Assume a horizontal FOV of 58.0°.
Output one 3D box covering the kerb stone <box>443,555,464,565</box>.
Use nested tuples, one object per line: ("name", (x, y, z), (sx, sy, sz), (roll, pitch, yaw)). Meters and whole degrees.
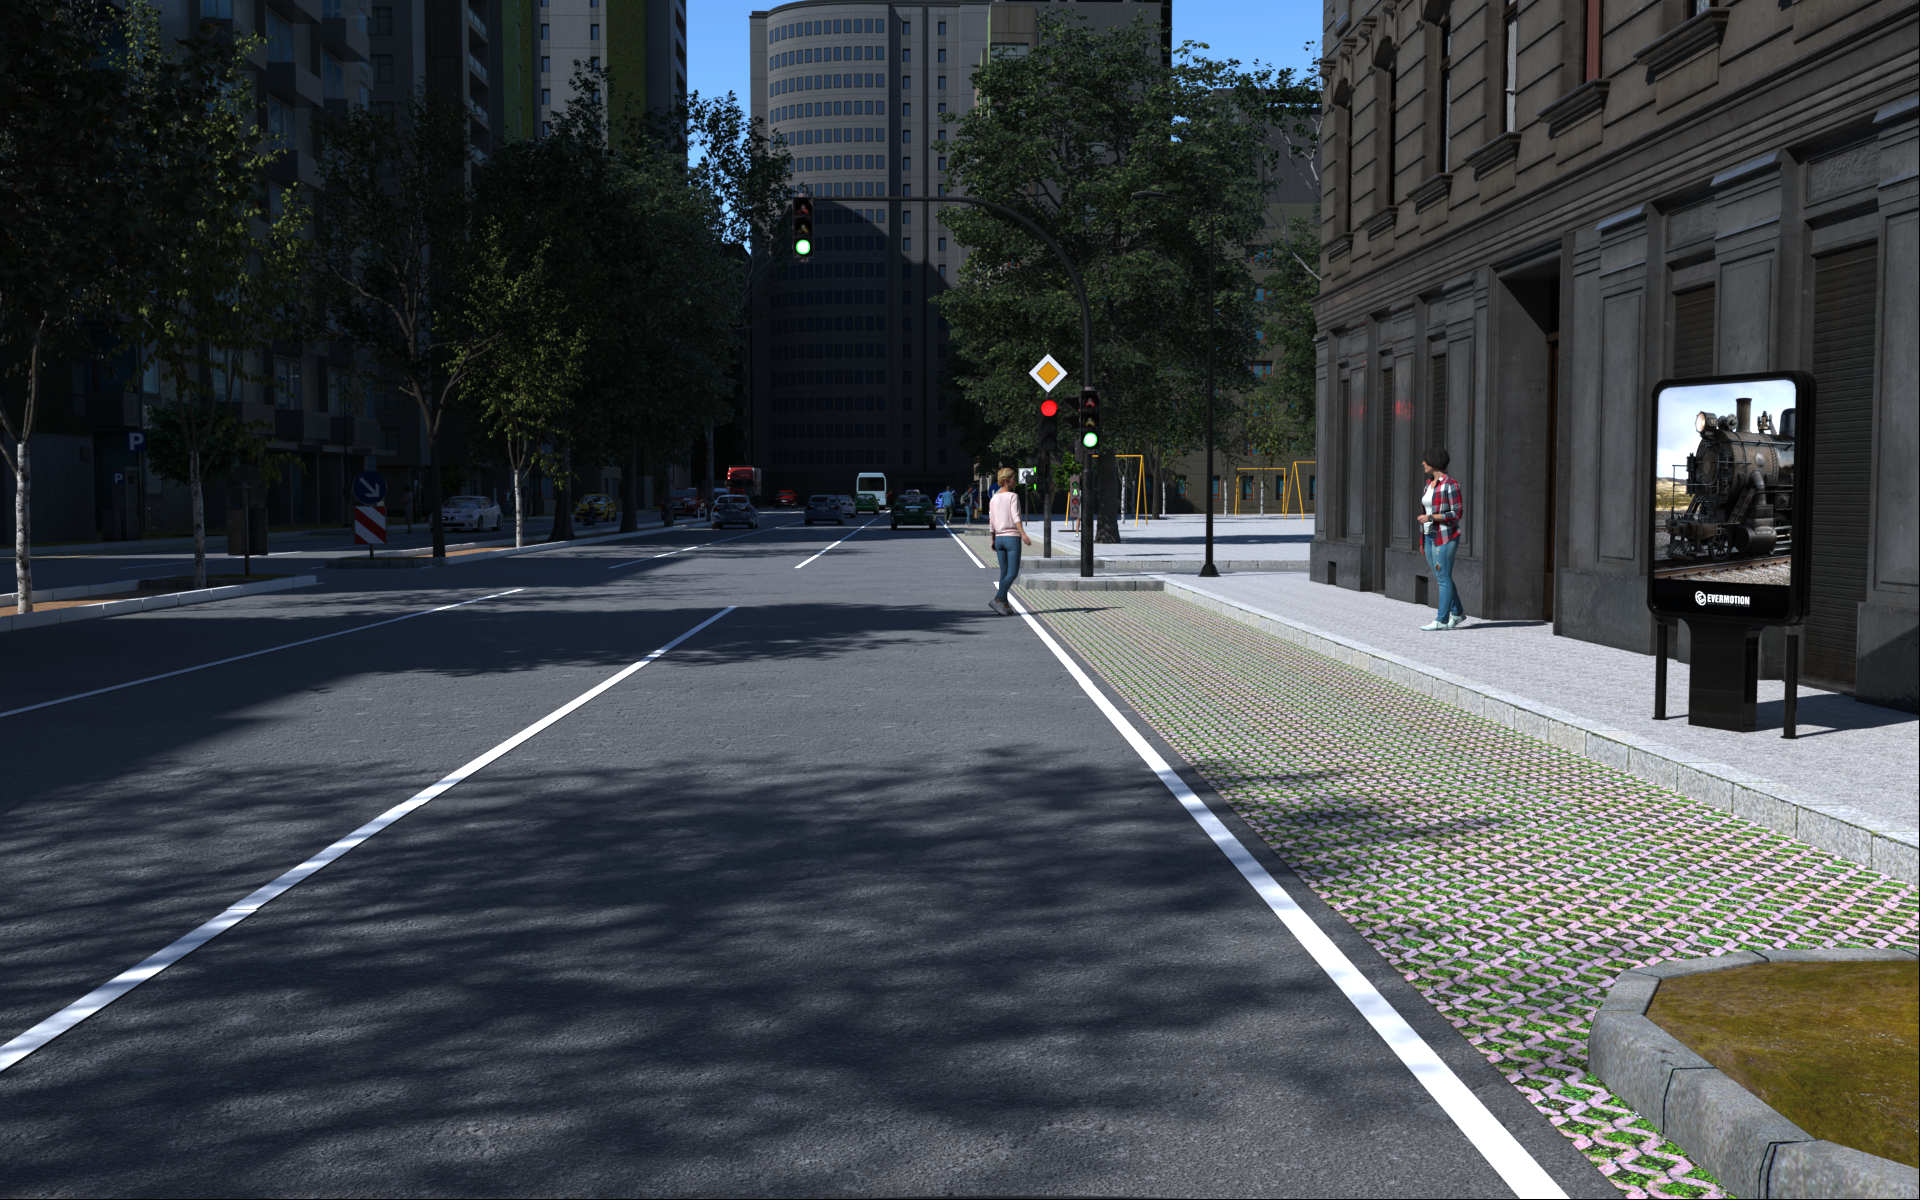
("kerb stone", (-10.425, -0.817, 35.554), (0.120, 0.150, 1.000), (0, 4, -1))

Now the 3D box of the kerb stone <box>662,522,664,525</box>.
("kerb stone", (-13.603, -3.442, 78.579), (0.120, 0.150, 1.000), (0, 4, -1))

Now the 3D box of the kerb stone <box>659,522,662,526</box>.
("kerb stone", (-13.582, -3.382, 77.543), (0.120, 0.150, 1.000), (0, 4, -1))

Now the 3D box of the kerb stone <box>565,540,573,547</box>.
("kerb stone", (-10.710, -1.508, 46.846), (0.120, 0.150, 1.000), (0, 4, -1))

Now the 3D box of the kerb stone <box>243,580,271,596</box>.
("kerb stone", (-10.152, -0.159, 24.789), (0.120, 0.150, 1.000), (0, 4, -1))

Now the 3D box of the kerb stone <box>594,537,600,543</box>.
("kerb stone", (-10.809, -1.758, 50.939), (0.120, 0.150, 1.000), (0, 4, -1))

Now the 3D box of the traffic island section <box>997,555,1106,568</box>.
("traffic island section", (1.780, -0.767, 34.815), (2.009, 0.180, 2.903), (0, 4, -1))

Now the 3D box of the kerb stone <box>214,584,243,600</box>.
("kerb stone", (-10.126, -0.096, 23.766), (0.120, 0.150, 1.000), (0, 4, -1))

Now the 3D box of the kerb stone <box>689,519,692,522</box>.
("kerb stone", (-13.833, -4.011, 87.783), (0.120, 0.150, 1.000), (0, 4, -1))

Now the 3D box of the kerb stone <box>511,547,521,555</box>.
("kerb stone", (-10.556, -1.126, 40.680), (0.120, 0.150, 1.000), (0, 4, -1))

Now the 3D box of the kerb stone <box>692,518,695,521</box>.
("kerb stone", (-13.863, -4.074, 88.811), (0.120, 0.150, 1.000), (0, 4, -1))

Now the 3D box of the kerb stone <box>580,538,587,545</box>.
("kerb stone", (-10.763, -1.633, 48.892), (0.120, 0.150, 1.000), (0, 4, -1))

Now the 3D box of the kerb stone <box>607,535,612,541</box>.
("kerb stone", (-10.866, -1.882, 52.985), (0.120, 0.150, 1.000), (0, 4, -1))

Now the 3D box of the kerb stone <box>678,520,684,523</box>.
("kerb stone", (-13.761, -3.824, 84.713), (0.120, 0.150, 1.000), (0, 4, -1))

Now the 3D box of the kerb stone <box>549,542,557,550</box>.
("kerb stone", (-10.656, -1.382, 44.797), (0.120, 0.150, 1.000), (0, 4, -1))

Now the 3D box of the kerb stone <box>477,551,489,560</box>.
("kerb stone", (-10.477, -0.943, 37.607), (0.120, 0.150, 1.000), (0, 4, -1))

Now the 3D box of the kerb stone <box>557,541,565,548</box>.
("kerb stone", (-10.678, -1.445, 45.819), (0.120, 0.150, 1.000), (0, 4, -1))

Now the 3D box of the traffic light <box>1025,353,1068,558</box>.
("traffic light", (1.740, -2.800, 34.700), (0.839, 4.253, 0.868), (0, 4, -1))

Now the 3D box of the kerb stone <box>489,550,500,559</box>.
("kerb stone", (-10.500, -1.006, 38.636), (0.120, 0.150, 1.000), (0, 4, -1))

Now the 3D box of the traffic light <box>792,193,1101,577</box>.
("traffic light", (-0.149, -3.172, 26.524), (4.771, 5.953, 1.251), (0, 4, -1))

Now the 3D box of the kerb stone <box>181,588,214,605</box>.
("kerb stone", (-10.099, -0.033, 22.741), (0.120, 0.150, 1.000), (0, 4, -1))

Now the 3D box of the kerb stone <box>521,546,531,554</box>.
("kerb stone", (-10.572, -1.190, 41.718), (0.120, 0.150, 1.000), (0, 4, -1))

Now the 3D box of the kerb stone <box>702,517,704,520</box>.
("kerb stone", (-13.966, -4.325, 92.911), (0.120, 0.150, 1.000), (0, 4, -1))

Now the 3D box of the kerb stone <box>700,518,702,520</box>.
("kerb stone", (-13.937, -4.259, 91.889), (0.120, 0.150, 1.000), (0, 4, -1))

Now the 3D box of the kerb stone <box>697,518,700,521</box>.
("kerb stone", (-13.918, -4.200, 90.866), (0.120, 0.150, 1.000), (0, 4, -1))

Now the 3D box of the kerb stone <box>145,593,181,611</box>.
("kerb stone", (-10.081, 0.032, 21.719), (0.120, 0.150, 1.000), (0, 4, -1))

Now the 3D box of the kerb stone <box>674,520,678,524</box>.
("kerb stone", (-13.708, -3.695, 82.670), (0.120, 0.150, 1.000), (0, 4, -1))

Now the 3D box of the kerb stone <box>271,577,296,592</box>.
("kerb stone", (-10.181, -0.221, 25.810), (0.120, 0.150, 1.000), (0, 4, -1))

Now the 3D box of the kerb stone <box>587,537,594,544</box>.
("kerb stone", (-10.781, -1.695, 49.917), (0.120, 0.150, 1.000), (0, 4, -1))

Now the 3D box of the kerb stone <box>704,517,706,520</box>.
("kerb stone", (-13.986, -4.388, 93.933), (0.120, 0.150, 1.000), (0, 4, -1))

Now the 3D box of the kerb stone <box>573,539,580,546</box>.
("kerb stone", (-10.727, -1.570, 47.869), (0.120, 0.150, 1.000), (0, 4, -1))

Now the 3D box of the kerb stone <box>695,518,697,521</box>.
("kerb stone", (-13.885, -4.134, 89.835), (0.120, 0.150, 1.000), (0, 4, -1))

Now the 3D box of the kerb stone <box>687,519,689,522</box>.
("kerb stone", (-13.807, -3.949, 86.761), (0.120, 0.150, 1.000), (0, 4, -1))

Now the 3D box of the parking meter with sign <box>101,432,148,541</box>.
("parking meter with sign", (-23.015, -3.144, 47.672), (0.543, 3.016, 1.738), (0, 4, 1))

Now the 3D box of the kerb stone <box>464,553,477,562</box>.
("kerb stone", (-10.450, -0.876, 36.585), (0.120, 0.150, 1.000), (0, 4, -1))

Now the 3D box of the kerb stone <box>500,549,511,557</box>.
("kerb stone", (-10.526, -1.068, 39.658), (0.120, 0.150, 1.000), (0, 4, -1))

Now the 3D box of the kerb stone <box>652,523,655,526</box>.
("kerb stone", (-13.527, -3.258, 75.499), (0.120, 0.150, 1.000), (0, 4, -1))

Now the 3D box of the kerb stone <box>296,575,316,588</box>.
("kerb stone", (-10.206, -0.282, 26.832), (0.120, 0.150, 1.000), (0, 4, -1))

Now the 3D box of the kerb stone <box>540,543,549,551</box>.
("kerb stone", (-10.628, -1.319, 43.769), (0.120, 0.150, 1.000), (0, 4, -1))

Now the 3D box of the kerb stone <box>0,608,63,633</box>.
("kerb stone", (-9.997, 0.217, 18.644), (0.120, 0.150, 1.000), (0, 4, -1))

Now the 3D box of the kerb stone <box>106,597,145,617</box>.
("kerb stone", (-10.055, 0.092, 20.697), (0.120, 0.150, 1.000), (0, 4, -1))

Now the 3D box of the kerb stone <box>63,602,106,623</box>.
("kerb stone", (-10.026, 0.155, 19.666), (0.120, 0.150, 1.000), (0, 4, -1))

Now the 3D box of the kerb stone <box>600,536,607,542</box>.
("kerb stone", (-10.828, -1.815, 51.961), (0.120, 0.150, 1.000), (0, 4, -1))

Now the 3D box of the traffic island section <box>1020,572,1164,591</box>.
("traffic island section", (1.980, -0.278, 26.832), (2.009, 0.180, 2.903), (0, 4, -1))

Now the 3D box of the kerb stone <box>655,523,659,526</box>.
("kerb stone", (-13.551, -3.323, 76.521), (0.120, 0.150, 1.000), (0, 4, -1))

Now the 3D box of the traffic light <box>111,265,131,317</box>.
("traffic light", (-18.825, -3.641, 34.205), (4.771, 5.953, 1.251), (0, 4, -1))

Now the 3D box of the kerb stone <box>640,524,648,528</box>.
("kerb stone", (-13.470, -3.135, 73.455), (0.120, 0.150, 1.000), (0, 4, -1))

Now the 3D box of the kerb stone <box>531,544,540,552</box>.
("kerb stone", (-10.605, -1.254, 42.747), (0.120, 0.150, 1.000), (0, 4, -1))

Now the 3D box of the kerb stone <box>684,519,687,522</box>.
("kerb stone", (-13.779, -3.882, 85.739), (0.120, 0.150, 1.000), (0, 4, -1))

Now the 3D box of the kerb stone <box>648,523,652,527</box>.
("kerb stone", (-13.496, -3.198, 74.477), (0.120, 0.150, 1.000), (0, 4, -1))
